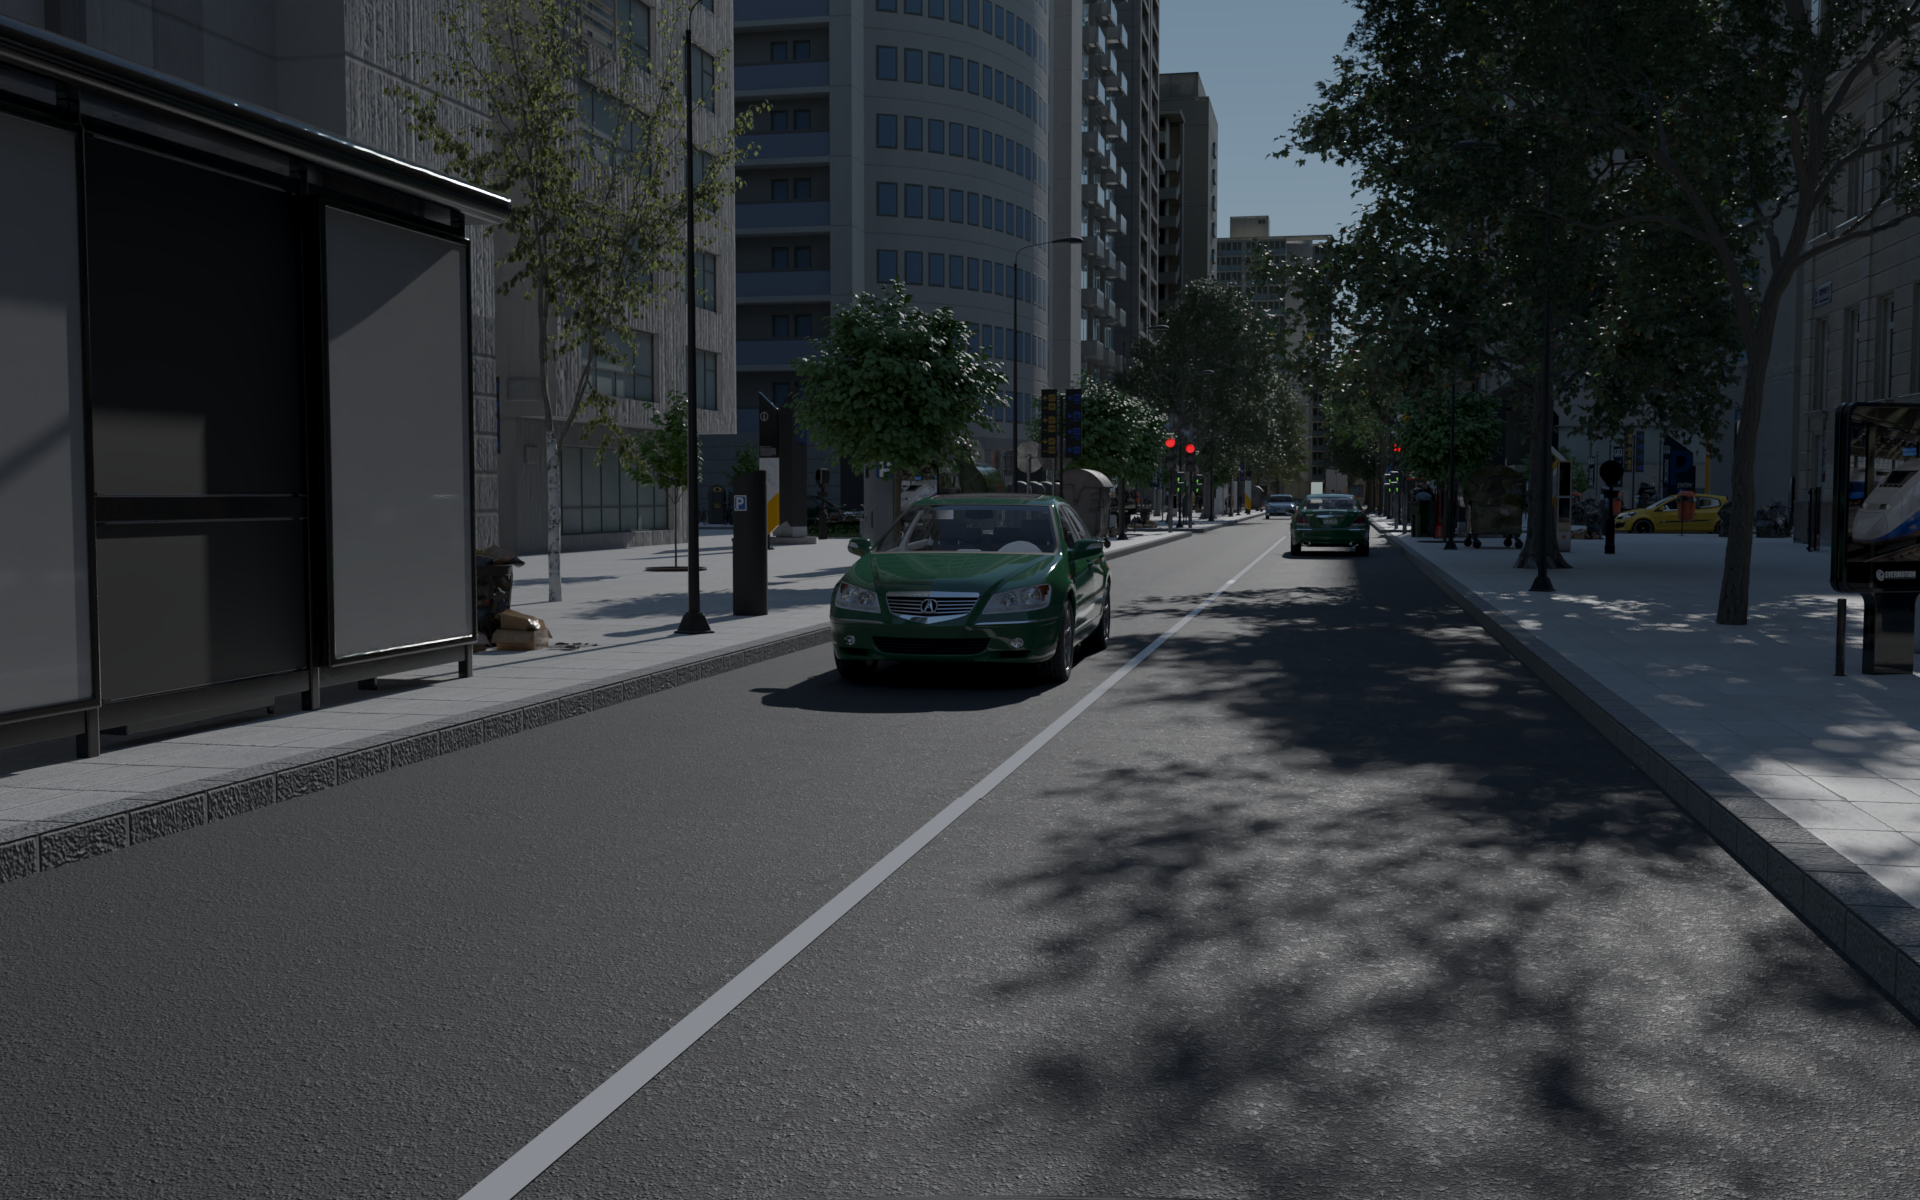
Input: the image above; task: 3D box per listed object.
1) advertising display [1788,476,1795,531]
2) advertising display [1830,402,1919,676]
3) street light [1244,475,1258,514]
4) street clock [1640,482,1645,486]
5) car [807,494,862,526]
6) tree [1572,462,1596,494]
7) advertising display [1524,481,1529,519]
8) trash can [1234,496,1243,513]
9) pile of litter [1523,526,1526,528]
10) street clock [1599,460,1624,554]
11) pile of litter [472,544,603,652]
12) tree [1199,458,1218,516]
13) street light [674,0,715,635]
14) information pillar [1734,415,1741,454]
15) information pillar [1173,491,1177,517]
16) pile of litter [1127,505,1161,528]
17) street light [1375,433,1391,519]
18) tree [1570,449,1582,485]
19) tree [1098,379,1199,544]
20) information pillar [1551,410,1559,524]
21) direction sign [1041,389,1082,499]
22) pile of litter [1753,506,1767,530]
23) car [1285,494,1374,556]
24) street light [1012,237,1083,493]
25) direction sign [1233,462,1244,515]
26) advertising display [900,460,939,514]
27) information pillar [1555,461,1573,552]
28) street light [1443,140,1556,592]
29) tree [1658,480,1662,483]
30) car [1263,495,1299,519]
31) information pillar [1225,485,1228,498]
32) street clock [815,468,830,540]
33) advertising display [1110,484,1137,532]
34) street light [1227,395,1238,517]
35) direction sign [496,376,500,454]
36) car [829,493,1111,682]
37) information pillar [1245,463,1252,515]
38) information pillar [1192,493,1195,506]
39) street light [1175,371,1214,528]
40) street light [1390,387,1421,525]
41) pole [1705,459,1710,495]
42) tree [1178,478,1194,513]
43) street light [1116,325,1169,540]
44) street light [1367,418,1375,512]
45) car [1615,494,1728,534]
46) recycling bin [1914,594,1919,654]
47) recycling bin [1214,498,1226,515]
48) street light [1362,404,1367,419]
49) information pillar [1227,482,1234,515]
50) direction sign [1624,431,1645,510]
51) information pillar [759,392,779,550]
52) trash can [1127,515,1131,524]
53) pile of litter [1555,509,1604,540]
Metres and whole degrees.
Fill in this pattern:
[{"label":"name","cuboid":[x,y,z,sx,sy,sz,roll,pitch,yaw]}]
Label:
[{"label":"advertising display","cuboid":[29.341,-3.419,61.115,0.123,1.923,0.974,1,4,21]},{"label":"advertising display","cuboid":[6.617,-0.433,12.299,0.974,1.923,0.123,-1,4,-18]},{"label":"street light","cuboid":[15.752,-7.619,97.110,1.470,5.913,1.316,1,4,12]},{"label":"street clock","cuboid":[41.763,-6.202,105.978,0.358,2.002,0.471,0,4,7]},{"label":"car","cuboid":[-5.661,-3.362,64.757,4.222,1.686,2.009,1,4,11]},{"label":"tree","cuboid":[37.445,-6.739,104.776,1.663,3.219,1.824,0,3,0]},{"label":"advertising display","cuboid":[28.971,-5.032,87.489,0.974,1.923,0.123,-1,4,-13]},{"label":"trash can","cuboid":[18.892,-6.507,118.039,0.748,1.137,0.748,0,3,0]},{"label":"pile of litter","cuboid":[22.296,-3.187,66.078,1.719,0.858,1.176,2,4,30]},{"label":"street clock","cuboid":[13.923,-1.987,37.054,0.471,2.002,0.358,2,4,30]},{"label":"pile of litter","cuboid":[-3.926,-0.027,14.400,1.719,0.858,1.176,1,4,10]},{"label":"tree","cuboid":[5.104,-4.304,54.084,4.285,4.588,4.351,0,3,0]},{"label":"street light","cuboid":[-1.923,-2.638,15.670,1.470,5.913,1.316,1,4,12]},{"label":"information pillar","cuboid":[21.130,-3.397,46.901,0.504,3.616,0.183,-2,4,-31]},{"label":"information pillar","cuboid":[12.157,-5.745,98.416,0.304,2.012,0.304,-1,4,-18]},{"label":"pile of litter","cuboid":[6.964,-3.152,65.500,1.719,0.858,1.176,3,4,38]},{"label":"street light","cuboid":[14.280,-5.098,55.900,1.470,5.913,1.316,1,4,12]},{"label":"tree","cuboid":[34.159,-7.118,100.101,4.285,4.588,4.351,0,3,0]},{"label":"tree","cuboid":[3.294,-3.759,45.175,4.285,4.588,4.351,0,3,0]},{"label":"information pillar","cuboid":[14.684,-3.169,43.160,0.504,3.616,0.183,-2,4,-26]},{"label":"direction sign","cuboid":[2.184,-2.775,37.365,0.876,3.537,0.379,1,4,10]},{"label":"pile of litter","cuboid":[30.515,-3.132,65.174,1.176,0.858,1.719,1,4,13]},{"label":"car","cuboid":[8.915,-1.835,41.804,2.131,1.459,4.920,1,4,11]},{"label":"street light","cuboid":[1.535,-3.609,31.543,1.470,5.913,1.316,1,4,12]},{"label":"direction sign","cuboid":[16.838,-6.891,104.668,0.379,3.537,0.876,-3,4,-37]},{"label":"advertising display","cuboid":[-0.882,-1.675,32.600,0.974,1.923,0.123,-1,4,-12]},{"label":"information pillar","cuboid":[13.317,-2.062,38.206,0.304,2.012,0.304,1,4,13]},{"label":"street light","cuboid":[7.162,-3.075,22.824,1.470,5.913,1.316,1,4,12]},{"label":"tree","cuboid":[43.566,-6.759,105.114,1.663,3.219,1.824,0,3,0]},{"label":"car","cuboid":[18.445,-5.357,99.592,2.014,1.417,4.499,1,4,10]},{"label":"information pillar","cuboid":[17.012,-7.253,109.940,0.504,3.616,0.183,3,4,38]},{"label":"street clock","cuboid":[-3.877,-2.713,48.921,0.358,2.002,0.471,-2,4,-32]},{"label":"advertising display","cuboid":[5.410,-3.220,57.859,0.974,1.923,0.123,0,4,-1]},{"label":"street light","cuboid":[12.351,-6.647,81.223,1.470,5.913,1.316,1,4,12]},{"label":"direction sign","cuboid":[-9.068,-2.510,33.034,0.379,3.537,0.876,2,4,26]},{"label":"car","cuboid":[0.226,-0.187,14.853,2.131,1.459,4.920,1,4,11]},{"label":"information pillar","cuboid":[17.851,-7.087,107.231,0.504,3.616,0.183,-3,5,-41]},{"label":"information pillar","cuboid":[17.284,-8.436,129.290,0.504,3.616,0.183,1,4,14]},{"label":"street light","cuboid":[8.855,-5.676,65.337,1.470,5.913,1.316,1,4,12]},{"label":"street light","cuboid":[10.792,-4.120,39.899,1.470,5.913,1.316,1,4,12]},{"label":"pole","cuboid":[29.273,-4.526,67.849,0.158,3.312,0.155,0,3,0]},{"label":"tree","cuboid":[15.491,-7.617,119.134,1.663,3.219,1.824,0,3,0]},{"label":"street light","cuboid":[5.058,-4.611,47.924,1.470,5.913,1.316,1,4,12]},{"label":"street light","cuboid":[17.930,-6.130,72.759,1.470,5.913,1.316,1,4,12]},{"label":"car","cuboid":[24.198,-2.951,58.471,3.980,1.641,2.015,1,4,13]},{"label":"recycling bin","cuboid":[7.943,-0.095,14.112,0.722,1.027,0.722,-2,4,-29]},{"label":"recycling bin","cuboid":[16.422,-5.909,109.164,0.722,1.027,0.722,-2,4,-28]},{"label":"street light","cuboid":[21.444,-7.100,88.620,1.470,5.913,1.316,1,4,12]},{"label":"information pillar","cuboid":[16.549,-6.204,105.925,0.304,2.012,0.304,2,4,24]},{"label":"direction sign","cuboid":[24.183,-4.293,62.188,0.876,3.537,0.379,-1,4,-21]},{"label":"information pillar","cuboid":[-4.393,-2.961,39.763,0.504,3.616,0.183,2,4,24]},{"label":"trash can","cuboid":[6.680,-3.614,70.737,0.748,1.137,0.748,0,3,0]},{"label":"pile of litter","cuboid":[17.765,-2.160,49.286,1.176,0.858,1.719,2,4,32]}]
